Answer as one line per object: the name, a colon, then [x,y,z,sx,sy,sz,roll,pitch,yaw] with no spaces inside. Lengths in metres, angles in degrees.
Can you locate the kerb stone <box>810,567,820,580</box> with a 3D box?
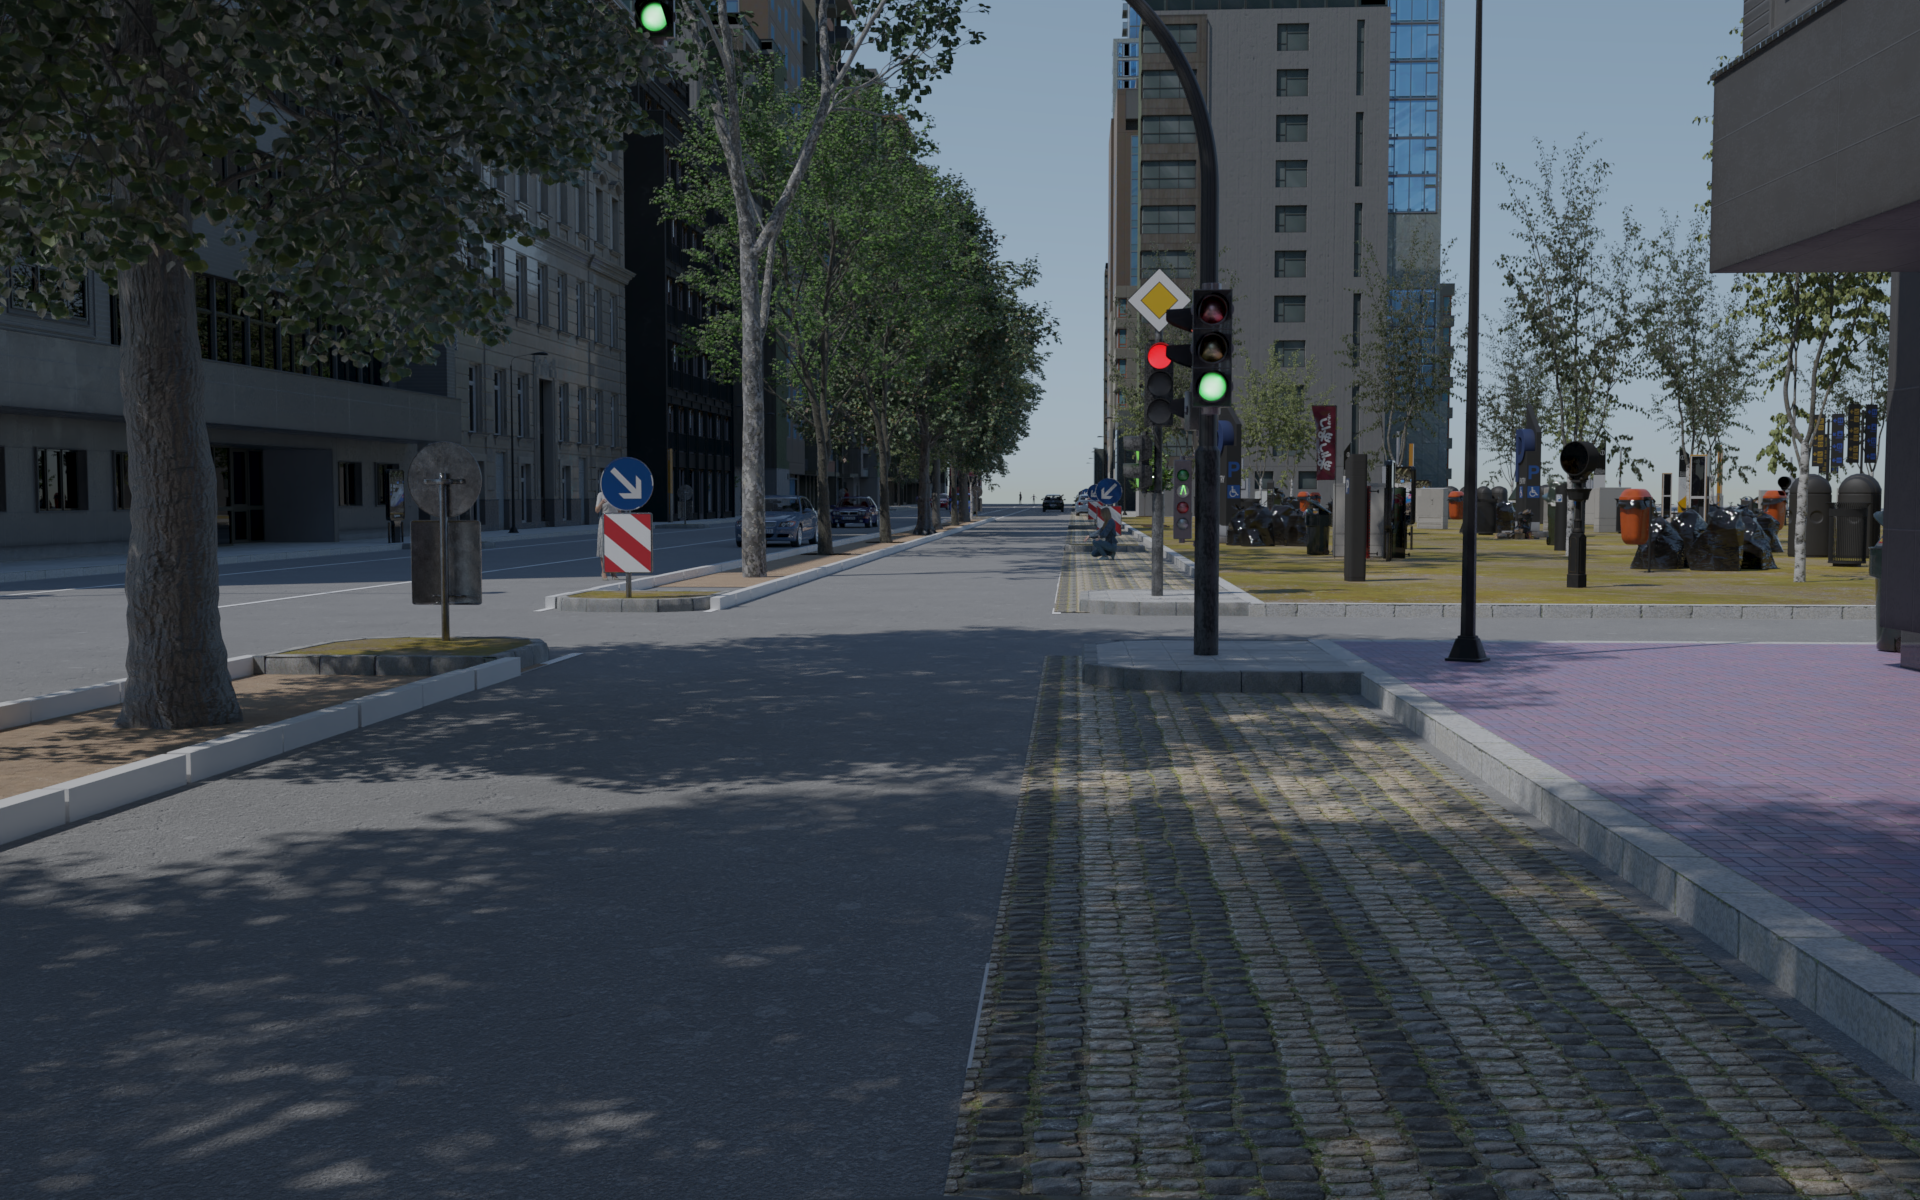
kerb stone: [-2.525,-0.419,29.078,0.120,0.150,1.000,0,4,4]

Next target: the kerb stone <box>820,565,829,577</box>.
kerb stone: [-2.452,-0.483,30.098,0.120,0.150,1.000,0,4,4]

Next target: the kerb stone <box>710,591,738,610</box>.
kerb stone: [-2.994,0.017,21.910,0.120,0.150,1.000,0,4,4]

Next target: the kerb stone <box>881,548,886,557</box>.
kerb stone: [-1.851,-1.046,39.301,0.120,0.150,1.000,0,4,4]

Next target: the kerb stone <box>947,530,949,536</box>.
kerb stone: [-0.553,-2.222,58.720,0.120,0.150,1.000,0,4,4]

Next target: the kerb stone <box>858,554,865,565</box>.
kerb stone: [-2.114,-0.793,35.219,0.120,0.150,1.000,0,4,4]

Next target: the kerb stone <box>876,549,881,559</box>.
kerb stone: [-1.913,-0.984,38.281,0.120,0.150,1.000,0,4,4]

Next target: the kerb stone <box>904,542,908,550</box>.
kerb stone: [-1.510,-1.359,44.407,0.120,0.150,1.000,0,4,4]

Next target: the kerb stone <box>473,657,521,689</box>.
kerb stone: [-3.565,0.558,13.188,0.120,0.150,1.000,0,4,4]

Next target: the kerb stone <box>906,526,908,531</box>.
kerb stone: [-2.179,-2.684,66.072,0.120,0.150,1.000,0,4,4]

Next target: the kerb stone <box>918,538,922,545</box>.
kerb stone: [-1.232,-1.609,48.499,0.120,0.150,1.000,0,4,4]

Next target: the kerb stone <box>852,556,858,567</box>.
kerb stone: [-2.182,-0.734,34.199,0.120,0.150,1.000,0,4,4]

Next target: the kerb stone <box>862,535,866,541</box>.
kerb stone: [-3.052,-1.872,52.797,0.120,0.150,1.000,0,4,4]

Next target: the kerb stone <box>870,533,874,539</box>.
kerb stone: [-2.920,-1.994,54.846,0.120,0.150,1.000,0,4,4]

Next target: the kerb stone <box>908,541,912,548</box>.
kerb stone: [-1.436,-1.417,45.434,0.120,0.150,1.000,0,4,4]

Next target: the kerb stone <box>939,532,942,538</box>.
kerb stone: [-0.753,-2.046,55.644,0.120,0.150,1.000,0,4,4]

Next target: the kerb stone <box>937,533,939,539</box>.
kerb stone: [-0.832,-1.980,54.625,0.120,0.150,1.000,0,4,4]

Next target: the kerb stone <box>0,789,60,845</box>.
kerb stone: [-3.980,0.928,7.029,0.120,0.150,1.000,0,4,4]

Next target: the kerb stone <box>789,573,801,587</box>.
kerb stone: [-2.660,-0.296,27.030,0.120,0.150,1.000,0,4,4]

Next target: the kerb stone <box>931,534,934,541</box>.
kerb stone: [-0.968,-1.858,52.578,0.120,0.150,1.000,0,4,4]

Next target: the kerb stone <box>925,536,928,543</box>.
kerb stone: [-1.102,-1.733,50.538,0.120,0.150,1.000,0,4,4]

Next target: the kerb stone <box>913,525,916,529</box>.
kerb stone: [-1.977,-2.871,69.138,0.120,0.150,1.000,0,4,4]

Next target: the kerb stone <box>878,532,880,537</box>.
kerb stone: [-2.781,-2.122,56.885,0.120,0.150,1.000,0,4,4]

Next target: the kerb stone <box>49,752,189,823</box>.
kerb stone: [-3.909,0.867,8.049,0.120,0.150,1.000,0,4,4]

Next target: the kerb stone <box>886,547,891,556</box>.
kerb stone: [-1.778,-1.107,40.320,0.120,0.150,1.000,0,4,4]

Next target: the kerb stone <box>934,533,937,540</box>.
kerb stone: [-0.899,-1.921,53.597,0.120,0.150,1.000,0,4,4]

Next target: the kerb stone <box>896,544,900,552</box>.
kerb stone: [-1.644,-1.234,42.363,0.120,0.150,1.000,0,4,4]

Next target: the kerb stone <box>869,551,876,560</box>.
kerb stone: [-1.980,-0.921,37.258,0.120,0.150,1.000,0,4,4]

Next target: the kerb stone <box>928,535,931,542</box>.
kerb stone: [-1.039,-1.796,51.558,0.120,0.150,1.000,0,4,4]

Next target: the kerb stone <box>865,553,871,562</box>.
kerb stone: [-2.043,-0.859,36.238,0.120,0.150,1.000,0,4,4]

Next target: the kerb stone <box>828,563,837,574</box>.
kerb stone: [-2.385,-0.543,31.118,0.120,0.150,1.000,0,4,4]

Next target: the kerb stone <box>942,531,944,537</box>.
kerb stone: [-0.699,-2.107,56.666,0.120,0.150,1.000,0,4,4]

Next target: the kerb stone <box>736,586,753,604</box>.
kerb stone: [-2.925,-0.045,22.938,0.120,0.150,1.000,0,4,4]

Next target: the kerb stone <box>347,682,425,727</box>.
kerb stone: [-3.703,0.676,11.138,0.120,0.150,1.000,0,4,4]

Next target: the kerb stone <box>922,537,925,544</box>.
kerb stone: [-1.170,-1.671,49.519,0.120,0.150,1.000,0,4,4]

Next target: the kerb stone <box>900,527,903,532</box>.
kerb stone: [-2.315,-2.558,64.033,0.120,0.150,1.000,0,4,4]

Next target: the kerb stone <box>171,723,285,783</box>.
kerb stone: [-3.841,0.802,9.089,0.120,0.150,1.000,0,4,4]

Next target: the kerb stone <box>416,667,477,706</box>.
kerb stone: [-3.643,0.613,12.168,0.120,0.150,1.000,0,4,4]

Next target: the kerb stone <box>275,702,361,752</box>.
kerb stone: [-3.781,0.746,10.117,0.120,0.150,1.000,0,4,4]

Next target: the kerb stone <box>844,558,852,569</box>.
kerb stone: [-2.245,-0.671,33.169,0.120,0.150,1.000,0,4,4]

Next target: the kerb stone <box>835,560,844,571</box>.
kerb stone: [-2.324,-0.606,32.149,0.120,0.150,1.000,0,4,4]

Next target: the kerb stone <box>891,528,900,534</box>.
kerb stone: [-2.381,-2.496,63.013,0.120,0.150,1.000,0,4,4]

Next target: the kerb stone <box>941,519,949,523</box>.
kerb stone: [-0.763,-3.996,87.522,0.120,0.150,1.000,0,4,4]

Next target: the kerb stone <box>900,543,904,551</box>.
kerb stone: [-1.579,-1.296,43.387,0.120,0.150,1.000,0,4,4]

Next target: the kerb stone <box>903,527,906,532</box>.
kerb stone: [-2.241,-2.620,65.052,0.120,0.150,1.000,0,4,4]

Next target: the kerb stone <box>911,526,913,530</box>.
kerb stone: [-2.046,-2.808,68.112,0.120,0.150,1.000,0,4,4]

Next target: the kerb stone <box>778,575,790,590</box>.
kerb stone: [-2.726,-0.233,26.005,0.120,0.150,1.000,0,4,4]

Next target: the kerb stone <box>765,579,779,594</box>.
kerb stone: [-2.794,-0.171,24.985,0.120,0.150,1.000,0,4,4]

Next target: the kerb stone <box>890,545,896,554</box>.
kerb stone: [-1.707,-1.171,41.343,0.120,0.150,1.000,0,4,4]

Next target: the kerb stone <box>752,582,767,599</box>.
kerb stone: [-2.857,-0.108,23.958,0.120,0.150,1.000,0,4,4]

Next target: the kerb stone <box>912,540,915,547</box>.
kerb stone: [-1.378,-1.479,46.460,0.120,0.150,1.000,0,4,4]

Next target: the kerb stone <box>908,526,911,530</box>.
kerb stone: [-2.108,-2.746,67.092,0.120,0.150,1.000,0,4,4]

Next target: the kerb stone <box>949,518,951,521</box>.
kerb stone: [-0.702,-4.057,88.545,0.120,0.150,1.000,0,4,4]

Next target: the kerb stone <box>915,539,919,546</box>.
kerb stone: [-1.304,-1.541,47.479,0.120,0.150,1.000,0,4,4]

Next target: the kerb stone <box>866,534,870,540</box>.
kerb stone: [-2.985,-1.934,53.823,0.120,0.150,1.000,0,4,4]

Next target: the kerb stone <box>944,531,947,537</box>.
kerb stone: [-0.622,-2.171,57.692,0.120,0.150,1.000,0,4,4]

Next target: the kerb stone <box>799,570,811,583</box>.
kerb stone: [-2.588,-0.358,28.050,0.120,0.150,1.000,0,4,4]

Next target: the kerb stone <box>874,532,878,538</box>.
kerb stone: [-2.857,-2.059,55.866,0.120,0.150,1.000,0,4,4]
